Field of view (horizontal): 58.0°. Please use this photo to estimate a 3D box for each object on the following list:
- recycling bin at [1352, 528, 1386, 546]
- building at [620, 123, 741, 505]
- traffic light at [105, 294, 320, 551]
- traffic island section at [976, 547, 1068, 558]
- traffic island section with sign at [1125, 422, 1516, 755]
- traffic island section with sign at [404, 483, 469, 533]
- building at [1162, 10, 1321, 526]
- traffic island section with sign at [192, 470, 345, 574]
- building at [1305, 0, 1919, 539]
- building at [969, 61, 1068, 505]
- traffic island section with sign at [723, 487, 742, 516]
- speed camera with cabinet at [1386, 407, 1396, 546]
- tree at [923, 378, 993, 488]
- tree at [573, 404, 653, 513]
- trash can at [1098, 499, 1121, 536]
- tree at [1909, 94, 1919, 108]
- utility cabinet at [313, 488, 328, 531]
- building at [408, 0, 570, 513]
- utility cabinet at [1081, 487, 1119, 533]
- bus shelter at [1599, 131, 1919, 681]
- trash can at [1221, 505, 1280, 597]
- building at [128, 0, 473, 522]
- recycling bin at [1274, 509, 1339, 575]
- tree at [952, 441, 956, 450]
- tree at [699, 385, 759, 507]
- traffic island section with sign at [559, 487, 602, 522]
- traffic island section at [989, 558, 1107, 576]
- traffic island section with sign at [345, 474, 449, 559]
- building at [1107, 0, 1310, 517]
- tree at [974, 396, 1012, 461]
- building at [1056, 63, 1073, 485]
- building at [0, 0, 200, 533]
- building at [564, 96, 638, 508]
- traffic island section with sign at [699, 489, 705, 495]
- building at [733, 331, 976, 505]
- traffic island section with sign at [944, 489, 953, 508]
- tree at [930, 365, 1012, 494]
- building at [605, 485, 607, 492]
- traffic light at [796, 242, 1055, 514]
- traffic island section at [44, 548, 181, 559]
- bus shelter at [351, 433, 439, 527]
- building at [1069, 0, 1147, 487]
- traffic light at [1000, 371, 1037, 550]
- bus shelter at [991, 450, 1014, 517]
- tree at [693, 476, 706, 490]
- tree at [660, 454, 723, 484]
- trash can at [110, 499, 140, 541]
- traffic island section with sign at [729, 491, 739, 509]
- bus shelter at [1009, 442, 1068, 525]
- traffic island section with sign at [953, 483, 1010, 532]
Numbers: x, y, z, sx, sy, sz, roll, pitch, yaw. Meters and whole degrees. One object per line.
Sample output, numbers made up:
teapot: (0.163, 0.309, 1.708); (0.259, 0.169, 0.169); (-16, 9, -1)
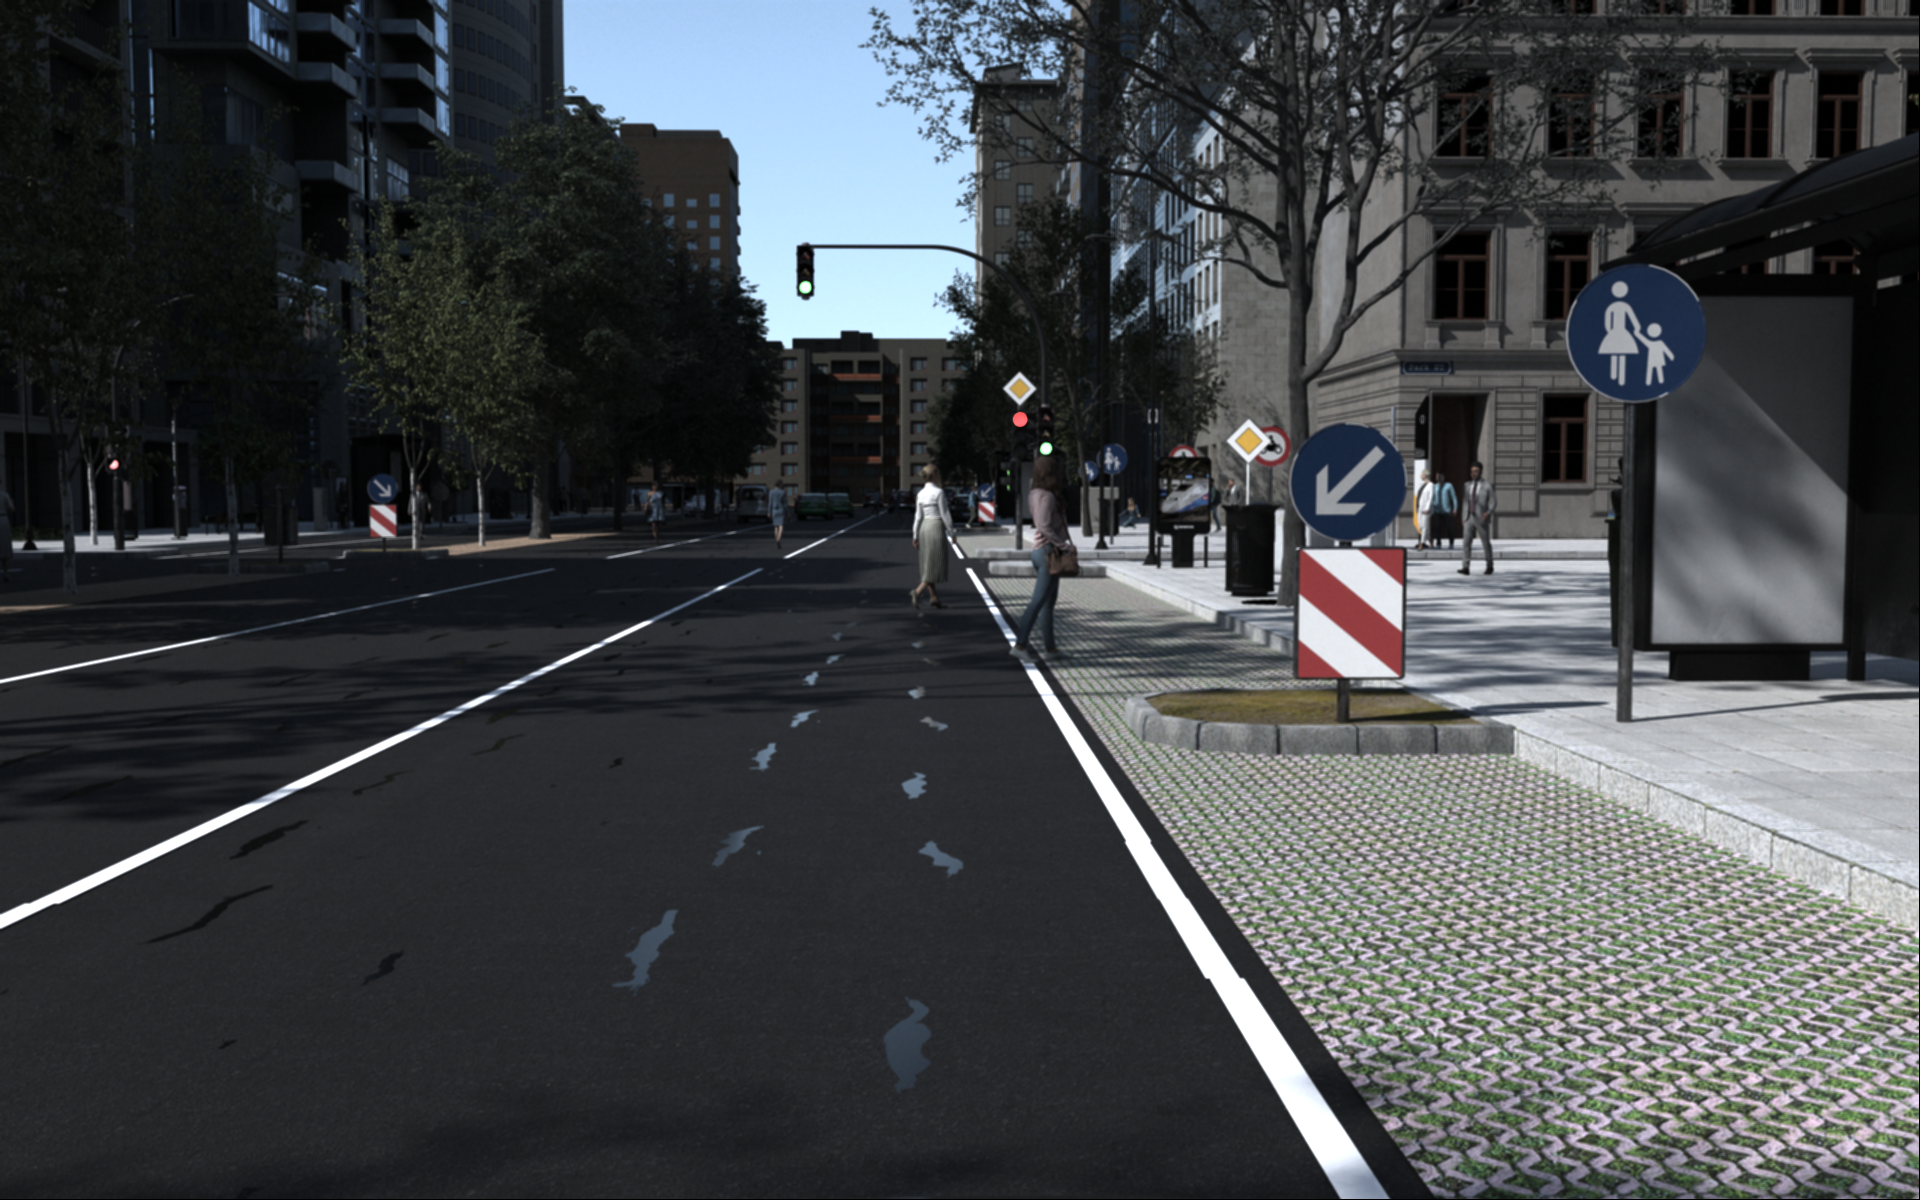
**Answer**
recycling bin: (7.154, -1.125, 30.955); (0.722, 1.027, 0.722); (2, 4, 35)
building: (-34.622, -34.406, 212.654); (14.200, 45.320, 14.600); (0, 4, -1)
traffic light: (-17.020, -3.959, 39.390); (4.771, 5.953, 1.251); (0, 4, -1)
traffic island section: (1.387, -1.077, 39.886); (2.009, 0.180, 2.903); (0, 4, -1)
traffic island section with sign: (2.034, -0.108, 10.395); (1.989, 1.847, 2.006); (0, 4, -1)
traffic island section with sign: (-19.364, -3.403, 64.262); (1.989, 1.847, 2.006); (0, 4, -1)
building: (15.378, -13.610, 77.272); (10.420, 20.320, 16.860); (0, 4, -1)
traffic island section with sign: (-12.717, -1.449, 31.830); (2.006, 1.907, 1.989); (0, 4, -1)
building: (22.015, -13.289, 53.434); (21.152, 22.565, 11.583); (0, 4, -1)
building: (15.275, -38.594, 220.248); (27.495, 52.752, 28.713); (0, 4, -1)
traffic island section with sign: (-14.521, -6.497, 114.356); (2.006, 1.907, 1.989); (0, 4, -1)
speed camera with cabinet: (9.634, -2.788, 39.924); (0.660, 3.252, 2.038); (0, 4, 2)
tree: (0.676, -17.365, 190.571); (9.857, 13.997, 8.962); (0, 3, 0)
tree: (-23.419, -12.334, 119.784); (7.486, 12.596, 7.792); (0, 3, 0)
trash can: (4.573, -2.534, 53.090); (0.748, 1.137, 0.748); (0, 3, 0)
tree: (17.897, -4.823, 29.211); (4.737, 8.622, 4.395); (0, 3, 0)
utility cabinet: (-22.130, -3.139, 59.995); (0.318, 1.500, 1.173); (-1, 4, -11)
building: (-42.416, -35.786, 127.103); (21.231, 58.520, 28.212); (0, 4, -1)
utility cabinet: (4.499, -2.875, 55.684); (1.173, 1.500, 0.318); (0, 4, -4)
bus shelter: (5.498, -0.942, 9.328); (2.014, 3.302, 5.546); (0, 4, -1)
trash can: (3.647, -0.619, 21.775); (0.748, 1.137, 0.748); (0, 3, 0)
building: (-40.089, -47.718, 92.867); (22.319, 86.520, 31.000); (0, 4, -1)
recycling bin: (5.500, -0.925, 27.679); (0.722, 1.027, 0.722); (-3, 5, -43)
tree: (1.740, -10.811, 127.118); (4.360, 8.622, 3.978); (0, 3, 0)
tree: (-23.787, -15.755, 175.714); (7.486, 12.596, 7.792); (0, 3, 0)
traffic island section with sign: (-19.955, -5.051, 91.211); (1.989, 1.847, 2.006); (0, 4, -1)
traffic island section: (1.561, -0.588, 31.902); (2.009, 0.180, 2.903); (0, 4, -1)
traffic island section with sign: (-12.869, -1.902, 39.236); (2.006, 1.907, 1.989); (0, 4, -1)
building: (15.697, -19.743, 100.286); (11.434, 29.767, 29.804); (0, 4, -1)
tree: (2.983, -10.266, 118.218); (4.737, 8.622, 4.395); (0, 3, 0)
building: (21.035, -33.521, 167.677); (23.786, 49.044, 30.456); (0, 4, -1)
building: (-39.280, -38.003, 59.603); (20.563, 71.187, 20.611); (0, 4, -1)
building: (-44.361, -29.011, 166.216); (23.993, 40.220, 32.217); (0, 4, -1)
traffic island section with sign: (-21.056, -8.131, 141.568); (1.989, 1.847, 2.006); (0, 4, -1)
building: (-12.902, -22.932, 219.981); (28.899, 21.520, 27.650); (0, 4, -1)
traffic island section with sign: (0.254, -5.102, 92.048); (1.989, 1.847, 2.006); (0, 4, -1)
tree: (1.758, -14.512, 154.272); (9.611, 12.733, 9.660); (0, 3, 0)
building: (-52.907, -36.151, 214.772); (21.600, 48.544, 21.300); (0, 4, -1)
traffic light: (-0.568, -3.482, 31.601); (4.771, 5.953, 1.251); (0, 4, -1)
traffic island section: (-19.150, -1.050, 39.443); (2.009, 0.180, 2.903); (0, 4, -1)
bus shelter: (-22.757, -4.812, 69.965); (1.731, 3.624, 6.357); (0, 4, -1)
building: (16.712, -30.290, 145.357); (14.600, 45.320, 14.200); (0, 4, -1)
traffic light: (1.347, -3.110, 39.771); (0.839, 4.253, 0.868); (0, 4, -1)
bus shelter: (2.684, -6.380, 95.600); (1.731, 3.624, 6.357); (0, 4, -1)
tree: (-24.684, -10.449, 165.443); (1.663, 3.219, 1.824); (0, 3, 0)
tree: (-23.996, -13.420, 153.830); (7.601, 10.594, 8.767); (-1, 4, -9)
trash can: (-22.963, -2.202, 47.663); (0.748, 1.137, 0.748); (0, 3, 0)
traffic island section with sign: (-21.654, -9.812, 169.052); (1.989, 1.847, 2.006); (0, 4, -1)
bus shelter: (3.107, -4.630, 69.622); (2.014, 3.302, 5.546); (0, 4, -1)
traffic island section with sign: (0.848, -3.454, 65.099); (1.989, 1.847, 2.006); (0, 4, -1)
